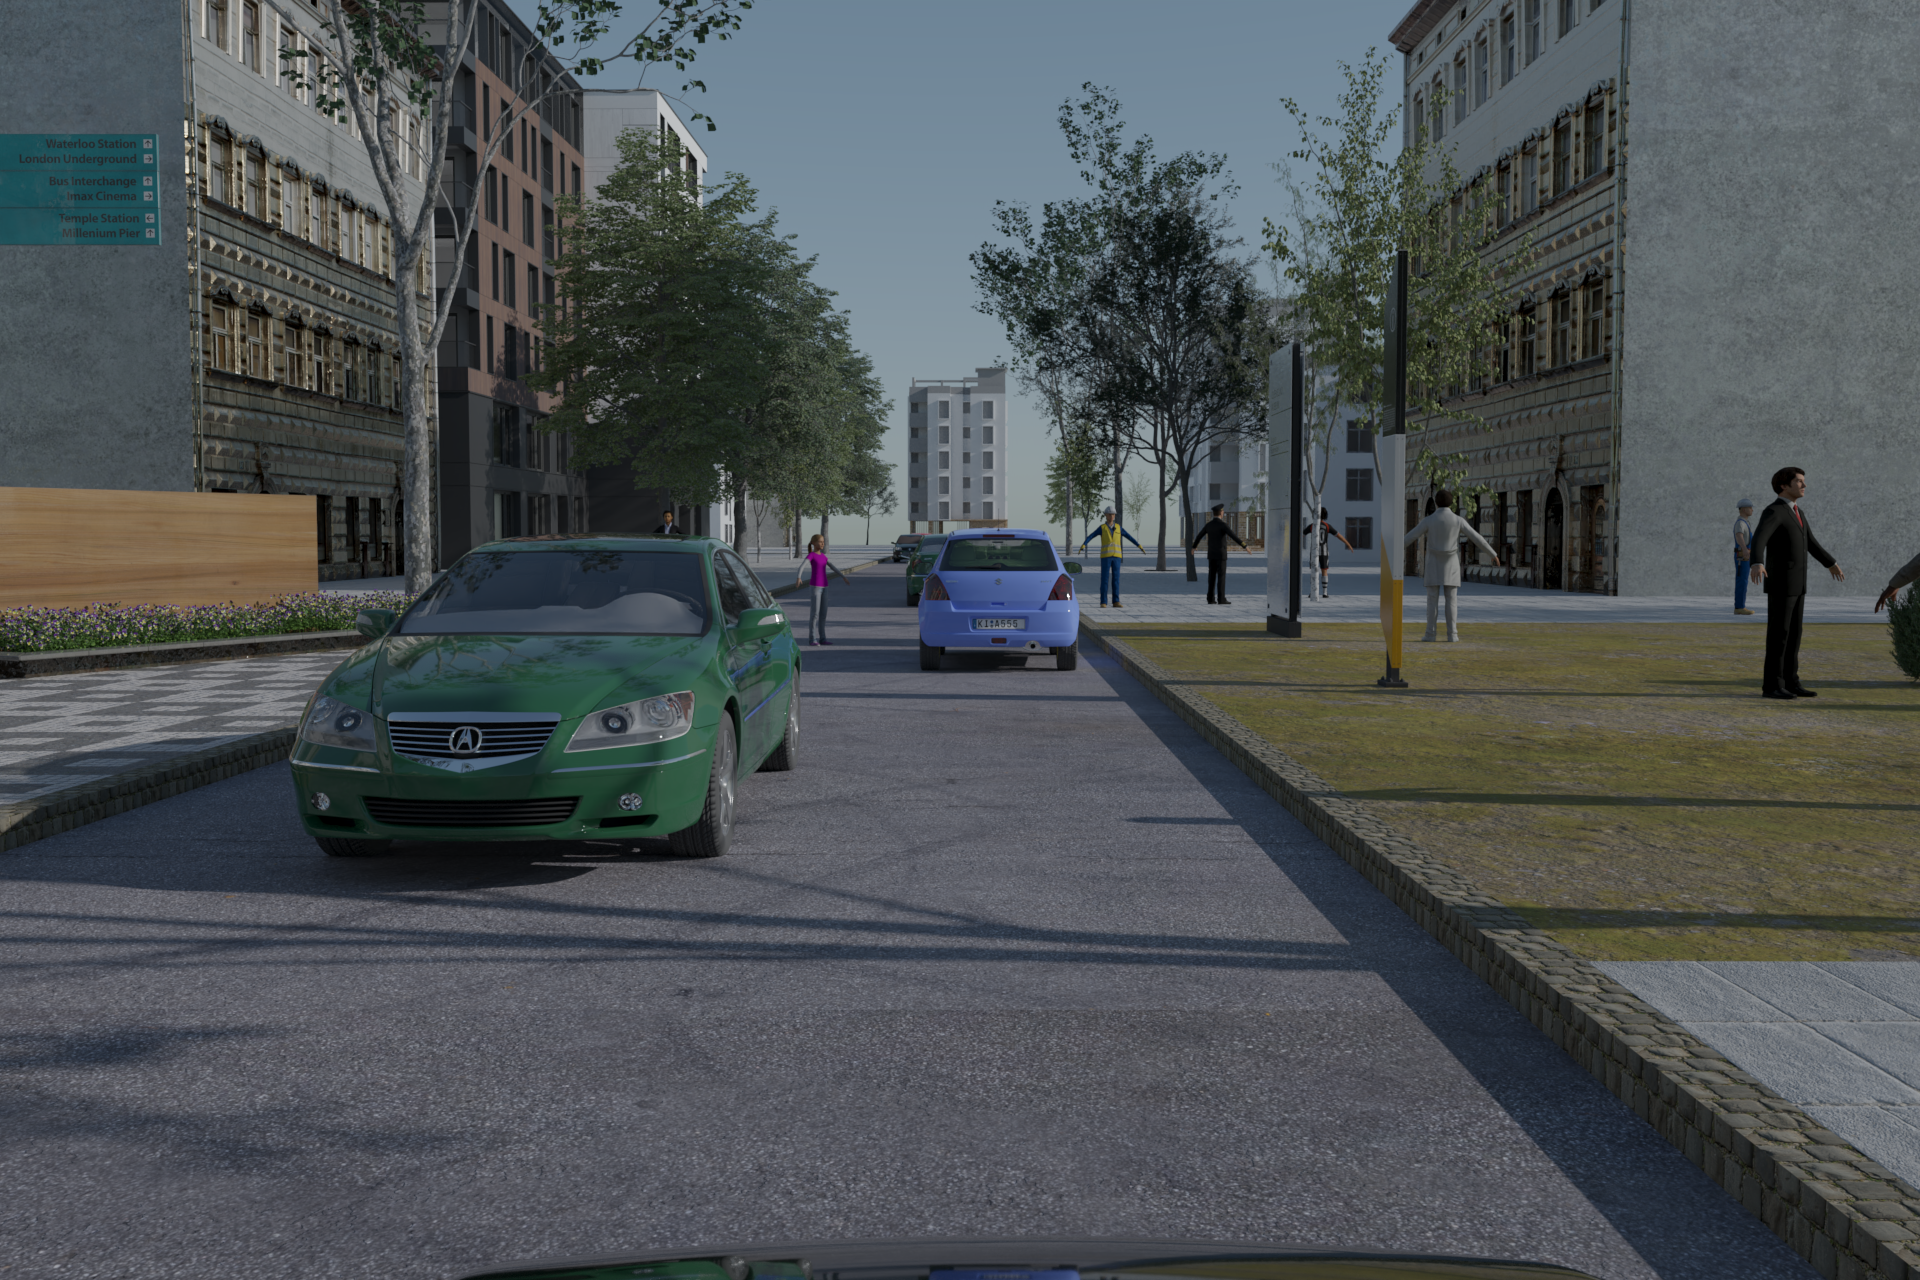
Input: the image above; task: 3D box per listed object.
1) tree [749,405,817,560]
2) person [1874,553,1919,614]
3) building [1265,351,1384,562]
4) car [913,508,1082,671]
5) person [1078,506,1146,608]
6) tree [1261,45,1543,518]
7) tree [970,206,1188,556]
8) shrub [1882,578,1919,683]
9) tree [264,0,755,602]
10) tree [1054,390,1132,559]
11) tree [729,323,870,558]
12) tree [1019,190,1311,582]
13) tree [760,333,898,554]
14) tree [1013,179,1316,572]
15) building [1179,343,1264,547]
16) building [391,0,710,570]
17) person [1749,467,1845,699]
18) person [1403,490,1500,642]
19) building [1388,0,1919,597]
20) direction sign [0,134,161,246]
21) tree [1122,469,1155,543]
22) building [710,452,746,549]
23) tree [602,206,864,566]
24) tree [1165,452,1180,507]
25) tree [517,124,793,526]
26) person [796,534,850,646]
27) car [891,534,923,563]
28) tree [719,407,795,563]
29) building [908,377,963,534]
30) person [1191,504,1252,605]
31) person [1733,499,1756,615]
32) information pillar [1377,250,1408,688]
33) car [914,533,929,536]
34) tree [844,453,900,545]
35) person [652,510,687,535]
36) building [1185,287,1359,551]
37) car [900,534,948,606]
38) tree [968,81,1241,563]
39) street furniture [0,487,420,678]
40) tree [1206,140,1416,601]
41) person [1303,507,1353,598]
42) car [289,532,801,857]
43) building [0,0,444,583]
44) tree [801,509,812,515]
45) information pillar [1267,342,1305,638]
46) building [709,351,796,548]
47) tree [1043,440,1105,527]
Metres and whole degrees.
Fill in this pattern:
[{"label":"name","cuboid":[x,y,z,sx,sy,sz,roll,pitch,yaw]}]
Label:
[{"label":"tree","cuboid":[-8.677,-8.300,86.064,4.737,8.622,4.395,0,3,0]},{"label":"person","cuboid":[5.016,-0.117,8.050,1.348,1.813,0.705,2,4,25]},{"label":"building","cuboid":[20.739,-8.407,79.596,9.099,9.664,28.070,0,4,1]},{"label":"car","cuboid":[0.425,-0.605,19.488,1.945,1.707,3.694,0,4,1]},{"label":"person","cuboid":[2.636,-1.447,30.126,1.216,1.772,0.721,-1,4,-11]},{"label":"tree","cuboid":[6.598,-4.653,26.442,4.737,8.622,4.395,0,3,0]},{"label":"tree","cuboid":[7.143,-14.975,100.724,12.611,20.169,13.585,0,3,0]},{"label":"shrub","cuboid":[8.369,-0.216,14.656,1.383,1.207,1.383,0,3,0]},{"label":"tree","cuboid":[-8.213,-10.370,25.447,12.611,20.169,13.585,0,3,0]},{"label":"tree","cuboid":[6.552,-8.445,88.432,4.737,8.622,4.395,0,3,0]},{"label":"tree","cuboid":[-8.717,-10.656,92.355,7.486,12.596,7.792,0,3,0]},{"label":"tree","cuboid":[6.110,-6.879,46.889,8.767,10.594,7.601,-2,4,-34]},{"label":"tree","cuboid":[-8.633,-12.463,110.417,9.857,13.997,8.962,0,3,0]},{"label":"tree","cuboid":[7.088,-9.113,59.359,12.009,13.543,11.850,0,3,0]},{"label":"building","cuboid":[26.743,-19.178,169.977,16.016,20.090,11.380,0,3,0]},{"label":"building","cuboid":[-27.818,-14.315,78.027,27.936,21.610,32.646,0,4,1]},{"label":"person","cuboid":[6.504,-0.452,13.574,1.347,1.806,0.705,-3,4,-38]},{"label":"person","cuboid":[5.736,-0.882,20.613,1.347,1.806,0.705,1,4,9]},{"label":"building","cuboid":[22.684,-13.019,43.784,19.493,23.208,18.063,0,4,0]},{"label":"direction sign","cuboid":[-6.034,-1.357,10.946,2.525,3.948,1.411,0,4,0]},{"label":"tree","cuboid":[20.418,-15.023,195.994,4.360,8.622,3.978,0,3,0]},{"label":"building","cuboid":[-22.948,-12.720,150.115,9.099,9.664,28.070,0,4,1]},{"label":"tree","cuboid":[-8.604,-9.779,66.541,9.857,13.997,8.962,0,3,0]},{"label":"tree","cuboid":[27.442,-16.866,201.516,9.928,11.665,9.643,0,3,0]},{"label":"tree","cuboid":[-8.571,-8.017,49.199,7.486,12.596,7.792,0,3,0]},{"label":"person","cuboid":[-1.770,-0.642,22.213,0.599,1.433,0.991,3,4,38]},{"label":"car","cuboid":[-2.483,-4.789,88.088,2.009,1.686,4.222,0,4,0]},{"label":"tree","cuboid":[-8.867,-7.731,76.763,4.360,8.622,3.978,0,3,0]},{"label":"building","cuboid":[-5.718,-20.942,201.276,11.380,20.090,16.016,0,4,1]},{"label":"person","cuboid":[4.717,-1.570,31.604,0.705,1.837,1.347,-3,5,-44]},{"label":"person","cuboid":[12.512,-1.330,27.605,0.705,1.847,1.347,2,4,28]},{"label":"information pillar","cuboid":[3.652,-1.421,14.587,0.183,3.616,0.504,0,4,1]},{"label":"car","cuboid":[-2.225,-5.515,99.208,2.155,1.783,4.494,0,4,0]},{"label":"tree","cuboid":[-10.389,-16.230,199.777,7.601,10.594,8.767,0,4,-1]},{"label":"person","cuboid":[-5.648,-1.636,33.462,1.216,1.740,0.721,0,4,0]},{"label":"building","cuboid":[23.425,-17.337,139.873,16.016,20.090,11.380,0,4,0]},{"label":"car","cuboid":[-0.184,-1.474,35.903,2.131,1.459,4.920,0,4,-1]},{"label":"tree","cuboid":[5.760,-13.436,75.570,12.611,20.169,13.585,0,3,0]},{"label":"street furniture","cuboid":[-8.910,-0.759,19.268,9.812,1.723,11.010,1,4,22]},{"label":"tree","cuboid":[6.775,-5.038,32.736,4.360,8.622,3.978,0,3,0]},{"label":"person","cuboid":[7.211,-1.751,34.769,1.345,1.843,0.704,1,4,9]},{"label":"car","cuboid":[-1.919,0.159,9.205,2.131,1.459,4.920,0,4,1]},{"label":"building","cuboid":[-26.171,-13.201,46.768,19.493,23.208,18.063,0,4,0]},{"label":"tree","cuboid":[-20.103,-16.325,201.333,7.601,10.594,8.767,0,4,-2]},{"label":"information pillar","cuboid":[4.142,-1.881,22.075,0.184,3.620,1.656,0,4,1]},{"label":"building","cuboid":[-26.000,-20.929,173.116,19.493,23.208,18.063,0,4,0]},{"label":"tree","cuboid":[13.296,-17.361,201.972,7.486,12.596,7.792,0,3,0]}]
